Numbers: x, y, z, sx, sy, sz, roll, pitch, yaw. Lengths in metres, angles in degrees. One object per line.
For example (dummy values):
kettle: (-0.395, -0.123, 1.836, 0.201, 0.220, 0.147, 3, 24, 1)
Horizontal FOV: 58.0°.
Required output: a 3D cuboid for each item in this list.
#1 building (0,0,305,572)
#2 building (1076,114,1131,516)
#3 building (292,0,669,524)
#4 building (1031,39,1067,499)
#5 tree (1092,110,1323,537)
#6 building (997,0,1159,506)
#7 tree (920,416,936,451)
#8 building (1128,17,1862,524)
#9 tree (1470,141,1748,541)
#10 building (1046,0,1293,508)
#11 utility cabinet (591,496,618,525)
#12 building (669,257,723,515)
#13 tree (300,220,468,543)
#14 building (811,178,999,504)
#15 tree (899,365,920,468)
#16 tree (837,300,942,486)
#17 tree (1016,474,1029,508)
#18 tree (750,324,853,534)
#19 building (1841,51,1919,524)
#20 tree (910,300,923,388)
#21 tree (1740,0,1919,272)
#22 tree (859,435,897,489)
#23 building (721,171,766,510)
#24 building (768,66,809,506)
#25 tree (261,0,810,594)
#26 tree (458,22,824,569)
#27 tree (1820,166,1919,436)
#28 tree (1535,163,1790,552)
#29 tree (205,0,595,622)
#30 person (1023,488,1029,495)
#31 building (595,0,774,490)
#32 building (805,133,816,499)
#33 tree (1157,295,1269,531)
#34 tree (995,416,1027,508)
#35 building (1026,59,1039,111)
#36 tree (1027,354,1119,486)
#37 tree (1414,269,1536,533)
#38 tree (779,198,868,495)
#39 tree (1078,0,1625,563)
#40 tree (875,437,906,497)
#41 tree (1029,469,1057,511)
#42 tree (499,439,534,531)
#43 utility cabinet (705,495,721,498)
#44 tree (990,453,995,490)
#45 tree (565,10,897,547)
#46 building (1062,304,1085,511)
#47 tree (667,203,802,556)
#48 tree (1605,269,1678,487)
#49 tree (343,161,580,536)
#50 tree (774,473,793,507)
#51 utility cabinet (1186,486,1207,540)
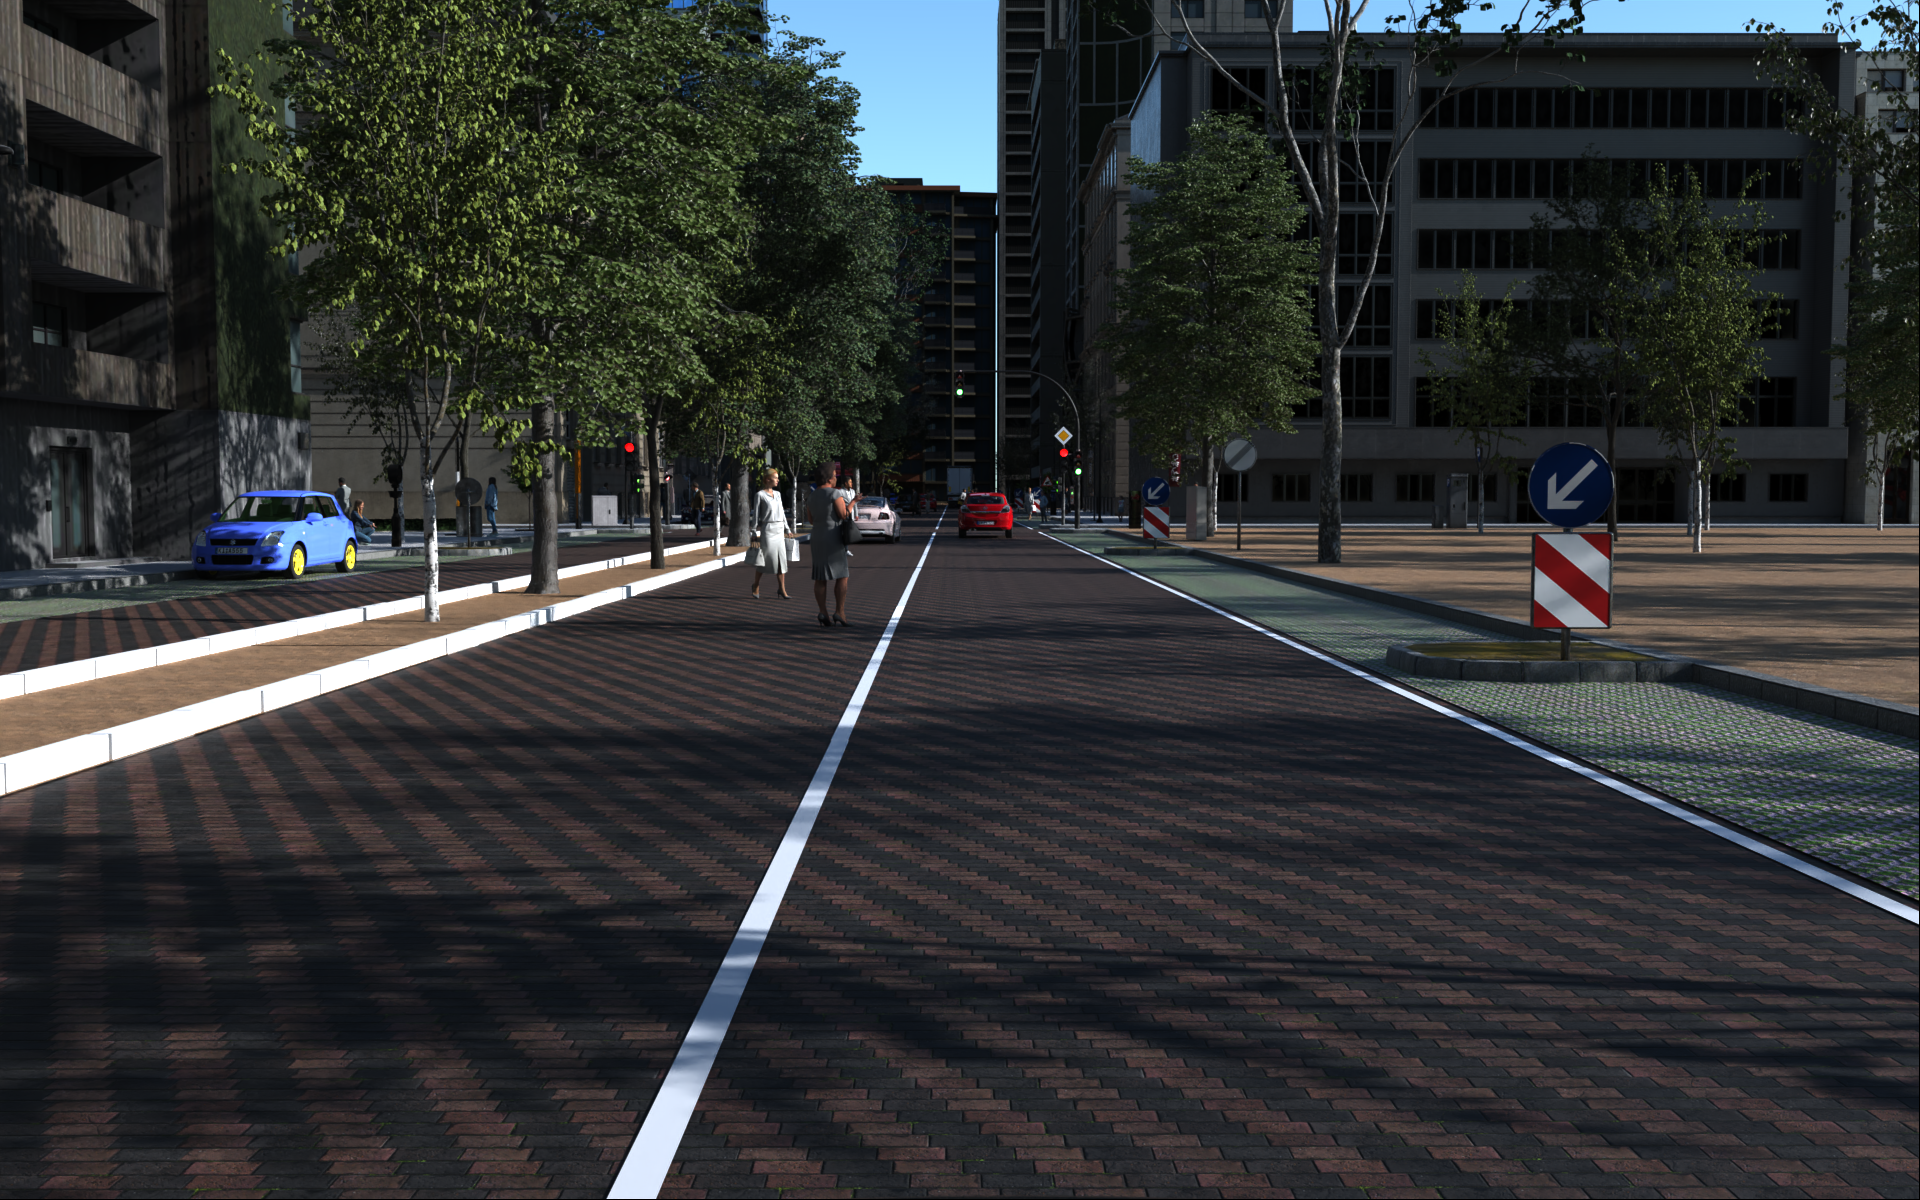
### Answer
building: (-21.142, -15.805, 30.119, 14.160, 30.474, 14.107, 0, 4, 0)
building: (14.560, -19.238, 111.802, 12.463, 27.353, 25.104, 0, 4, 0)
building: (-24.432, -15.580, 88.009, 16.112, 22.955, 30.059, 0, 4, 0)
building: (18.585, -34.158, 182.182, 21.300, 48.544, 21.600, 0, 4, 0)
tree: (7.696, -8.155, 51.462, 7.486, 12.596, 7.792, 0, 3, 0)
building: (15.588, -49.116, 241.289, 20.611, 71.187, 20.563, 0, 4, 0)
tree: (-6.112, -10.728, 112.276, 8.767, 10.594, 7.601, 0, 4, 0)
building: (23.473, -15.962, 80.040, 30.058, 24.678, 14.314, 0, 4, 0)
tree: (17.373, -6.866, 46.674, 7.601, 10.594, 8.767, 0, 4, -7)
building: (18.485, -44.151, 160.118, 20.563, 71.187, 20.611, 0, 4, 0)
utility cabinet: (-14.580, -3.660, 71.008, 1.020, 1.237, 0.306, -1, 4, -22)
building: (-23.495, -20.013, 114.599, 14.401, 28.519, 23.554, 0, 4, 0)
tree: (-14.989, -5.816, 45.462, 4.360, 8.622, 3.978, 0, 3, 0)
building: (-9.154, -35.966, 242.667, 28.867, 44.769, 22.147, 0, 4, 0)
tree: (-5.850, -7.307, 56.343, 8.767, 10.594, 7.601, 0, 4, 0)
tree: (-5.983, -10.738, 88.397, 12.009, 13.543, 11.850, 0, 3, 0)
tree: (6.008, -10.360, 163.987, 1.663, 3.219, 1.824, 0, 3, 0)
tree: (-6.013, -6.709, 62.515, 4.360, 8.622, 3.978, 0, 3, 0)
building: (46.940, -13.680, 78.415, 16.860, 20.320, 10.420, 0, 4, 0)
tree: (-6.082, -10.239, 76.520, 9.857, 13.997, 8.962, 0, 3, 0)
tree: (10.028, -4.037, 16.375, 4.360, 8.622, 3.978, 0, 3, 0)
tree: (-6.063, -10.136, 118.551, 4.360, 8.622, 3.978, 0, 3, 0)
building: (-22.486, -19.500, 136.840, 12.078, 24.808, 19.932, 0, 4, 0)
building: (-23.673, -32.669, 184.242, 14.600, 45.320, 14.200, 0, 4, 0)
tree: (-6.079, -6.382, 24.933, 7.486, 12.596, 7.792, 0, 3, 0)
tree: (-5.736, -5.881, 33.031, 8.767, 10.594, 7.601, 0, 4, 0)
tree: (30.565, -8.258, 53.151, 7.486, 12.596, 7.792, 0, 3, 0)
tree: (16.063, -5.351, 37.849, 4.737, 8.622, 4.395, 0, 3, 0)
tree: (-5.858, -4.039, 18.854, 4.737, 8.622, 4.395, 0, 3, 0)
person: (6.214, -9.520, 161.783, 1.350, 1.814, 0.705, 1, 4, 23)
building: (-28.297, -51.849, 160.406, 22.319, 86.520, 31.000, 0, 4, 0)
building: (-32.375, -35.975, 207.799, 30.456, 49.044, 23.786, 0, 4, 0)
tree: (8.946, -6.760, 60.893, 4.360, 8.622, 3.978, 0, 3, 0)
tree: (5.678, -12.631, 156.881, 4.360, 8.622, 3.978, 0, 3, 0)
building: (22.815, -37.761, 206.628, 28.713, 52.752, 27.495, 0, 4, 0)
tree: (6.315, -8.631, 91.484, 4.360, 8.622, 3.978, 0, 3, 0)
tree: (16.858, -6.458, 55.955, 4.737, 8.622, 4.395, 0, 3, 0)
tree: (-7.231, -14.819, 100.639, 12.611, 20.169, 13.585, 0, 3, 0)
tree: (5.901, -10.693, 30.716, 12.611, 20.169, 13.585, 0, 3, 0)
tree: (-5.951, -10.964, 132.085, 4.737, 8.622, 4.395, 0, 3, 0)
tree: (6.735, -8.482, 133.281, 1.663, 3.219, 1.824, 0, 3, 0)
tree: (-14.925, -4.019, 60.307, 1.663, 3.219, 1.824, 0, 3, 0)
utility cabinet: (-14.131, -5.367, 98.907, 1.020, 1.237, 0.306, 2, 4, 29)
tree: (6.141, -15.635, 206.001, 4.360, 8.622, 3.978, 0, 3, 0)
tree: (-6.042, -8.426, 46.873, 9.857, 13.997, 8.962, 0, 3, 0)
building: (16.562, -16.582, 138.575, 16.820, 18.784, 16.811, 0, 4, 0)
tree: (-5.594, -5.311, 39.655, 4.737, 8.622, 4.395, 0, 3, 0)
tree: (22.815, -6.367, 54.465, 4.360, 8.622, 3.978, 0, 3, 0)
tree: (-15.158, -7.787, 53.080, 9.928, 11.665, 9.643, 0, 3, 0)
tree: (-14.733, -9.197, 144.974, 1.663, 3.219, 1.824, 0, 3, 0)
utility cabinet: (6.554, -2.401, 47.932, 0.318, 1.500, 1.173, 0, 4, -6)
